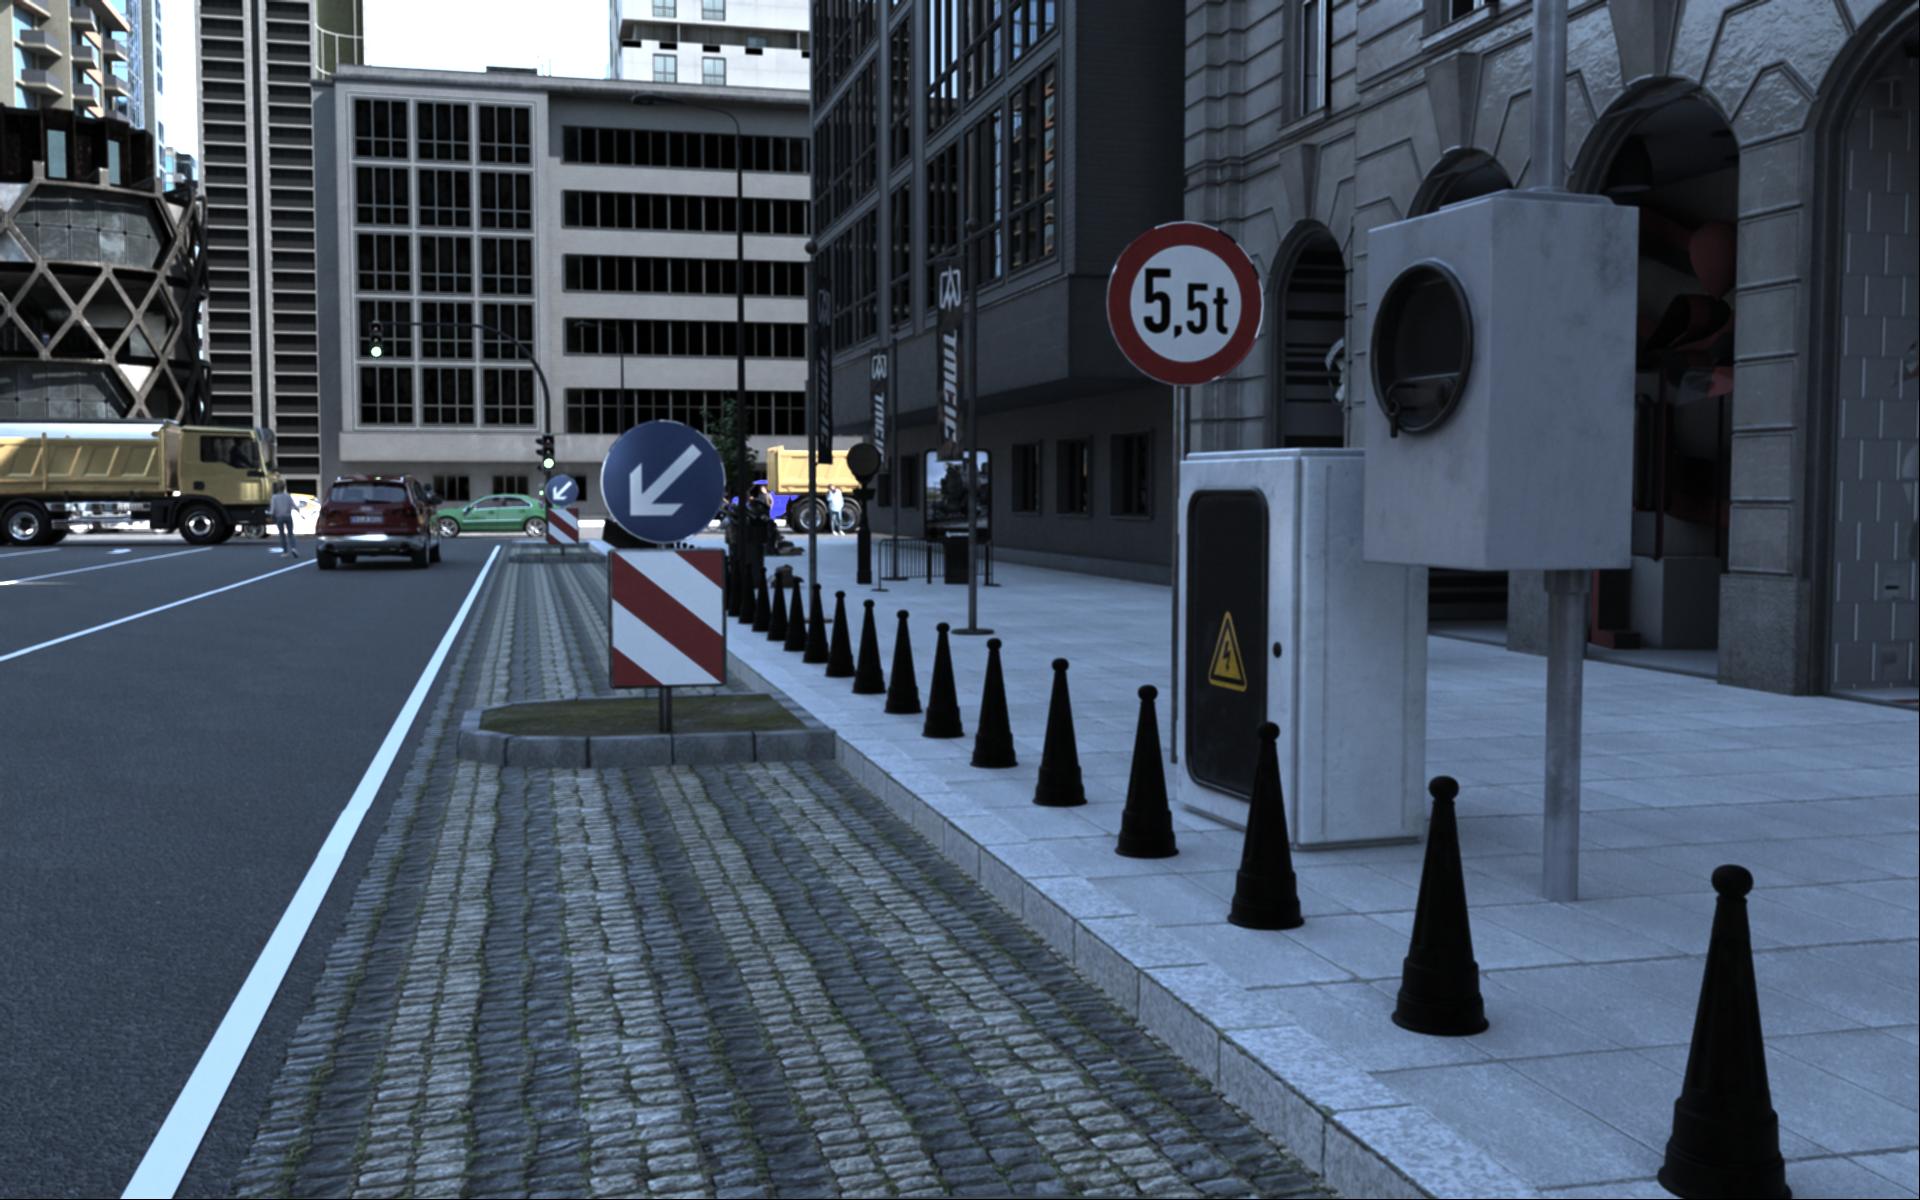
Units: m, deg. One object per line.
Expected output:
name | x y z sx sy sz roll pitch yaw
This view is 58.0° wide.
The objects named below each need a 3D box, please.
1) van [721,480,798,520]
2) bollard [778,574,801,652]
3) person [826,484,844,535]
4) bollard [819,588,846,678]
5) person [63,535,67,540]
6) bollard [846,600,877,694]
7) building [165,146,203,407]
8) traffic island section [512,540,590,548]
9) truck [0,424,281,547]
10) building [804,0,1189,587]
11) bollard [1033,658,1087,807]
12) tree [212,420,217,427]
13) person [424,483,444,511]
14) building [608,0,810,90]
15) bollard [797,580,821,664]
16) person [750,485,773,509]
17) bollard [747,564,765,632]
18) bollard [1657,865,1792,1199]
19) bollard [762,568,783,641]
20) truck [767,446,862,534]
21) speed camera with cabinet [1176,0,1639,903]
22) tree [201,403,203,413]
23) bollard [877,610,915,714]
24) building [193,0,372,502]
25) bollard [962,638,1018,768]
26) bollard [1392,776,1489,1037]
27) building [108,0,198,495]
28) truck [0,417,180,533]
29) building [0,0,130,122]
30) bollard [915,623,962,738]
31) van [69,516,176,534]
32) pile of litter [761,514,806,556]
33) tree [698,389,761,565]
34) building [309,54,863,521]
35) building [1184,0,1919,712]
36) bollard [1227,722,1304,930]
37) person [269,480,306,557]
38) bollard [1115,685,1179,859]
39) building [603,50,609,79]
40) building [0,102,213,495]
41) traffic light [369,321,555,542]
van | -7.725 -4.326 75.112 5.245 2.365 2.240 -1 4 -15
bollard | -1.340 0.113 14.195 0.229 0.601 0.229 0 3 0
person | -4.382 -3.189 60.897 0.793 1.790 0.793 3 5 39
bollard | -0.842 0.235 12.200 0.229 0.601 0.229 0 3 0
person | -28.387 -2.823 54.462 0.655 1.846 0.447 3 5 40
bollard | -0.587 0.297 11.183 0.229 0.601 0.229 0 3 0
building | -117.031 -37.479 232.383 30.456 49.044 23.786 -1 4 -14
traffic island section | -11.108 -1.508 46.936 2.009 0.180 2.903 -1 4 -14
truck | -23.547 -3.242 48.937 9.791 3.379 3.469 -1 4 -14
building | 5.672 -14.712 34.054 14.314 27.812 24.014 -1 4 -14
bollard | 0.416 0.541 7.191 0.229 0.601 0.229 0 3 0
tree | -70.199 -12.971 162.438 4.360 8.622 3.978 0 3 0
person | -14.714 -2.369 47.949 0.841 1.734 0.376 -1 4 -13
building | -17.768 -34.847 158.993 28.713 52.752 27.495 -1 4 -14
bollard | -1.092 0.174 13.199 0.229 0.601 0.229 0 3 0
person | -7.503 -3.452 65.466 0.617 1.759 0.750 3 4 37
bollard | -1.841 -0.009 16.196 0.229 0.601 0.229 0 3 0
bollard | 1.414 0.786 3.188 0.229 0.601 0.229 0 3 0
bollard | -1.588 0.052 15.197 0.229 0.601 0.229 0 3 0
truck | -2.122 -4.169 64.095 9.791 3.379 3.469 -1 4 -13
speed camera with cabinet | 1.460 -0.720 6.114 0.660 3.252 2.038 -1 4 -19
tree | -63.565 -14.054 137.205 7.806 13.903 7.818 0 3 0
bollard | -0.335 0.358 10.182 0.229 0.601 0.229 0 3 0
building | -91.298 -48.813 236.338 20.611 71.187 20.563 -1 4 -14
bollard | 0.162 0.480 8.190 0.229 0.601 0.229 0 3 0
bollard | 1.166 0.725 4.189 0.229 0.601 0.229 0 3 0
building | -93.483 -52.641 173.347 31.000 86.520 22.319 -1 4 -14
truck | -35.205 -4.606 64.226 11.283 4.237 2.839 -1 4 -14
building | -81.209 -29.792 141.728 22.147 44.769 28.867 -1 4 -14
bollard | -0.090 0.419 9.185 0.229 0.601 0.229 0 3 0
van | -30.103 -3.390 62.435 4.112 2.044 2.013 -1 4 -14
pile of litter | -3.814 -1.377 36.477 1.176 0.858 1.719 1 4 15
tree | -4.133 -2.265 31.635 1.663 3.219 1.824 0 3 0
building | -16.450 -16.478 88.479 30.058 24.678 14.314 -1 4 -14
building | 11.200 -10.338 10.829 13.314 21.916 24.055 -1 4 -14
bollard | 0.919 0.664 5.185 0.229 0.601 0.229 0 3 0
person | -15.160 -1.834 39.151 0.731 1.740 0.598 -3 5 -40
bollard | 0.669 0.603 6.185 0.229 0.601 0.229 0 3 0
building | -27.731 -34.668 186.431 23.786 49.044 30.456 -1 4 -14
building | -45.090 -13.216 83.534 16.811 18.784 16.820 -1 4 -14
traffic light | -13.157 -4.373 46.167 4.771 5.953 1.251 -1 4 -14
